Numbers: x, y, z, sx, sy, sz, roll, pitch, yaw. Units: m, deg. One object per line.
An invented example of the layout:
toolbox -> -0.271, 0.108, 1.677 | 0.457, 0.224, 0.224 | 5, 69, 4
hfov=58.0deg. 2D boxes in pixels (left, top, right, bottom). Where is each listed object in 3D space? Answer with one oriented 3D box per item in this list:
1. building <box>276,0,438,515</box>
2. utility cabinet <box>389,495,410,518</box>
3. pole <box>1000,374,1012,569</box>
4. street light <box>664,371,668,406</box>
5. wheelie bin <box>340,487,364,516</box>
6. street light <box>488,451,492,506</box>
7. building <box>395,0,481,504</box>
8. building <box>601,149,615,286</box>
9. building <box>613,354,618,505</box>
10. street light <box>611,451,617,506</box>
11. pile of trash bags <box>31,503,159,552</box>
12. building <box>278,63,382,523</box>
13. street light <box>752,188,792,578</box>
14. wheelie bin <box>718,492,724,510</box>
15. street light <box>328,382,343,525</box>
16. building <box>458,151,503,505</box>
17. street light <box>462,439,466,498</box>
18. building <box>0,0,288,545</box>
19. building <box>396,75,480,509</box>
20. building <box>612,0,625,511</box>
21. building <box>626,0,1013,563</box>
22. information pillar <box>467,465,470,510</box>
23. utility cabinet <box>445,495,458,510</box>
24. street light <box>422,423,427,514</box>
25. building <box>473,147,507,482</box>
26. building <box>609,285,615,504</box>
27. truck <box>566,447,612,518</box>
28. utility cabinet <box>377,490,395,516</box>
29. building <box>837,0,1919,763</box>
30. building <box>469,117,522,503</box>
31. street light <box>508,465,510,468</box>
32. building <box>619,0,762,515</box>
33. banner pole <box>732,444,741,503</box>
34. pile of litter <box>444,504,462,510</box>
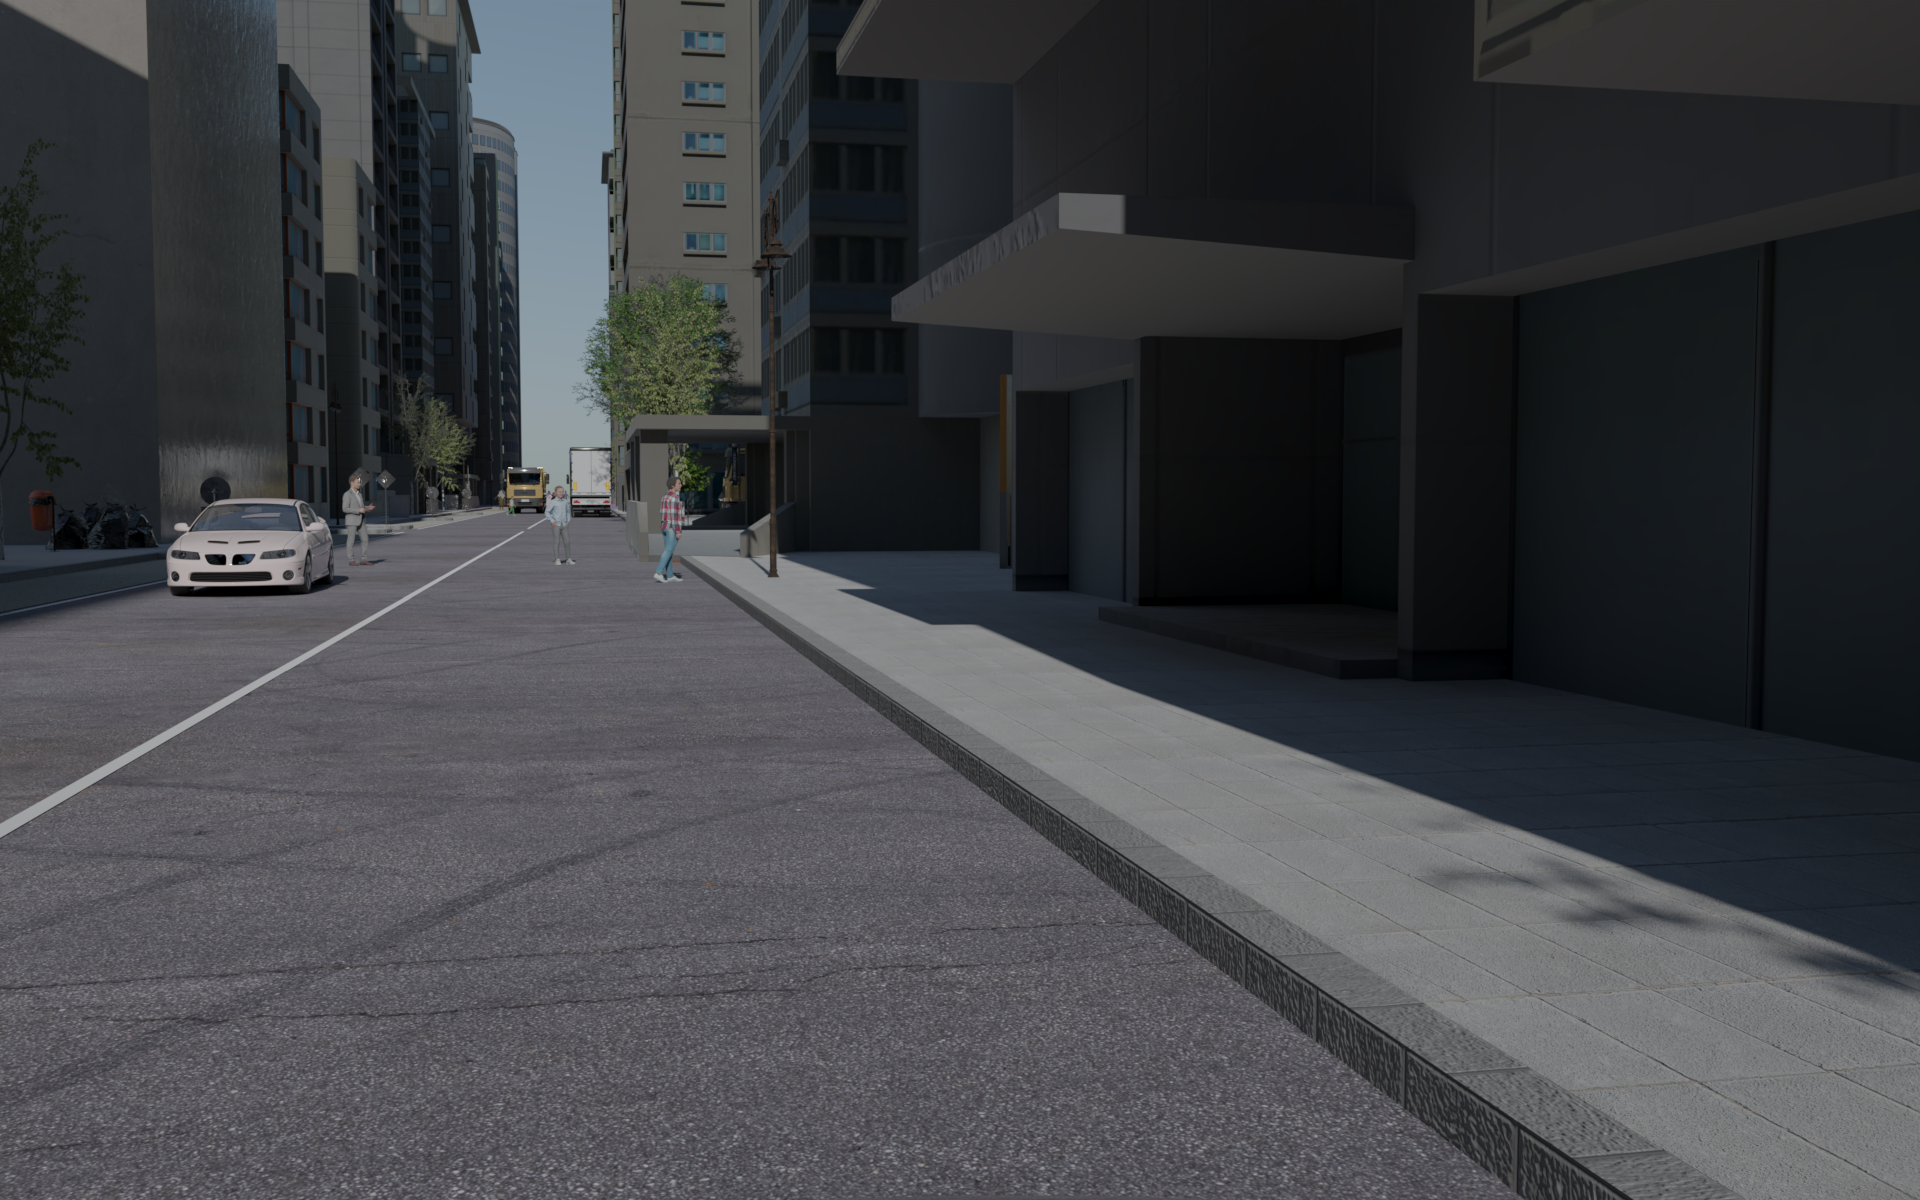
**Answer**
building -> -45.611, -41.246, 112.624 | 20.563, 71.187, 20.611 | -1, 4, -12
utility cabinet -> -30.453, -5.068, 94.016 | 1.020, 1.237, 0.306 | -1, 4, -19
pole -> 0.789, -2.189, 29.642 | 0.158, 3.312, 0.155 | 0, 3, 0
street light -> -11.042, -5.655, 65.245 | 0.468, 5.910, 1.993 | -1, 4, -12
wheelie bin -> -26.954, -4.212, 76.782 | 0.980, 1.594, 0.693 | -2, 4, -28
street light -> -50.069, -12.969, 184.825 | 0.468, 5.910, 1.993 | -1, 4, -12
building -> -64.364, -36.004, 177.901 | 28.713, 52.752, 27.495 | -1, 4, -12
building -> -39.163, -41.121, 261.568 | 28.713, 52.752, 27.495 | -1, 4, -12
building -> -25.007, -21.503, 196.605 | 27.650, 21.520, 28.899 | -1, 4, -12
street light -> -36.167, -12.807, 182.189 | 0.468, 5.910, 1.993 | -1, 4, -12
pile of trash bags -> -20.267, -1.853, 40.054 | 1.912, 1.369, 3.447 | 0, 4, 7
building -> -43.459, -14.442, 81.166 | 27.650, 21.520, 28.899 | -1, 4, -12
street light -> -2.876, -3.286, 26.514 | 0.468, 5.910, 1.993 | -1, 4, -12
wheelie bin -> -10.218, -4.189, 76.392 | 0.693, 1.594, 0.980 | -3, 5, -44
street light -> -25.686, -6.028, 71.344 | 0.468, 5.910, 1.993 | -1, 4, -12
building -> -60.804, -31.620, 200.584 | 14.154, 41.232, 14.086 | -1, 4, -12
street light -> -41.752, -10.580, 145.767 | 0.468, 5.910, 1.993 | -1, 4, -12
building -> -38.968, -14.960, 49.105 | 34.151, 26.468, 19.350 | -1, 4, -12
building -> -59.658, -28.149, 152.124 | 32.217, 40.220, 23.993 | -1, 4, -12
building -> -20.957, -27.971, 140.925 | 14.154, 41.232, 14.086 | -1, 4, -12
building -> 7.593, -21.610, 45.202 | 32.217, 40.220, 23.993 | -1, 4, -12
information pillar -> -39.940, -9.125, 140.547 | 0.183, 3.616, 0.504 | -1, 4, -13
utility cabinet -> -41.178, -7.899, 140.312 | 0.306, 1.237, 1.020 | 3, 5, 43
street light -> -34.205, -8.433, 110.671 | 0.468, 5.910, 1.993 | -1, 4, -12
building -> -74.705, -37.796, 237.570 | 23.786, 49.044, 30.456 | -1, 4, -12
building -> -41.450, -28.663, 240.336 | 14.160, 30.474, 14.107 | -1, 4, -12
truck -> -23.327, -7.352, 109.121 | 2.839, 4.237, 11.283 | -1, 4, -13
utility cabinet -> -33.491, -5.647, 101.009 | 0.318, 1.500, 1.173 | 2, 4, 34
building -> 14.086, -25.842, 11.763 | 28.713, 52.752, 27.495 | -1, 4, -12
building -> -79.171, -44.333, 266.839 | 21.231, 58.520, 28.212 | -1, 4, -12
street light -> -59.222, -15.584, 227.586 | 0.468, 5.910, 1.993 | -1, 4, -12
building -> -11.736, -30.128, 116.292 | 21.300, 48.544, 21.600 | -1, 4, -12
banner pole -> -8.197, -4.498, 63.557 | 0.401, 3.779, 0.863 | 1, 4, 18
pile of litter -> -42.065, -7.957, 144.055 | 1.719, 0.858, 1.176 | -1, 4, -19
